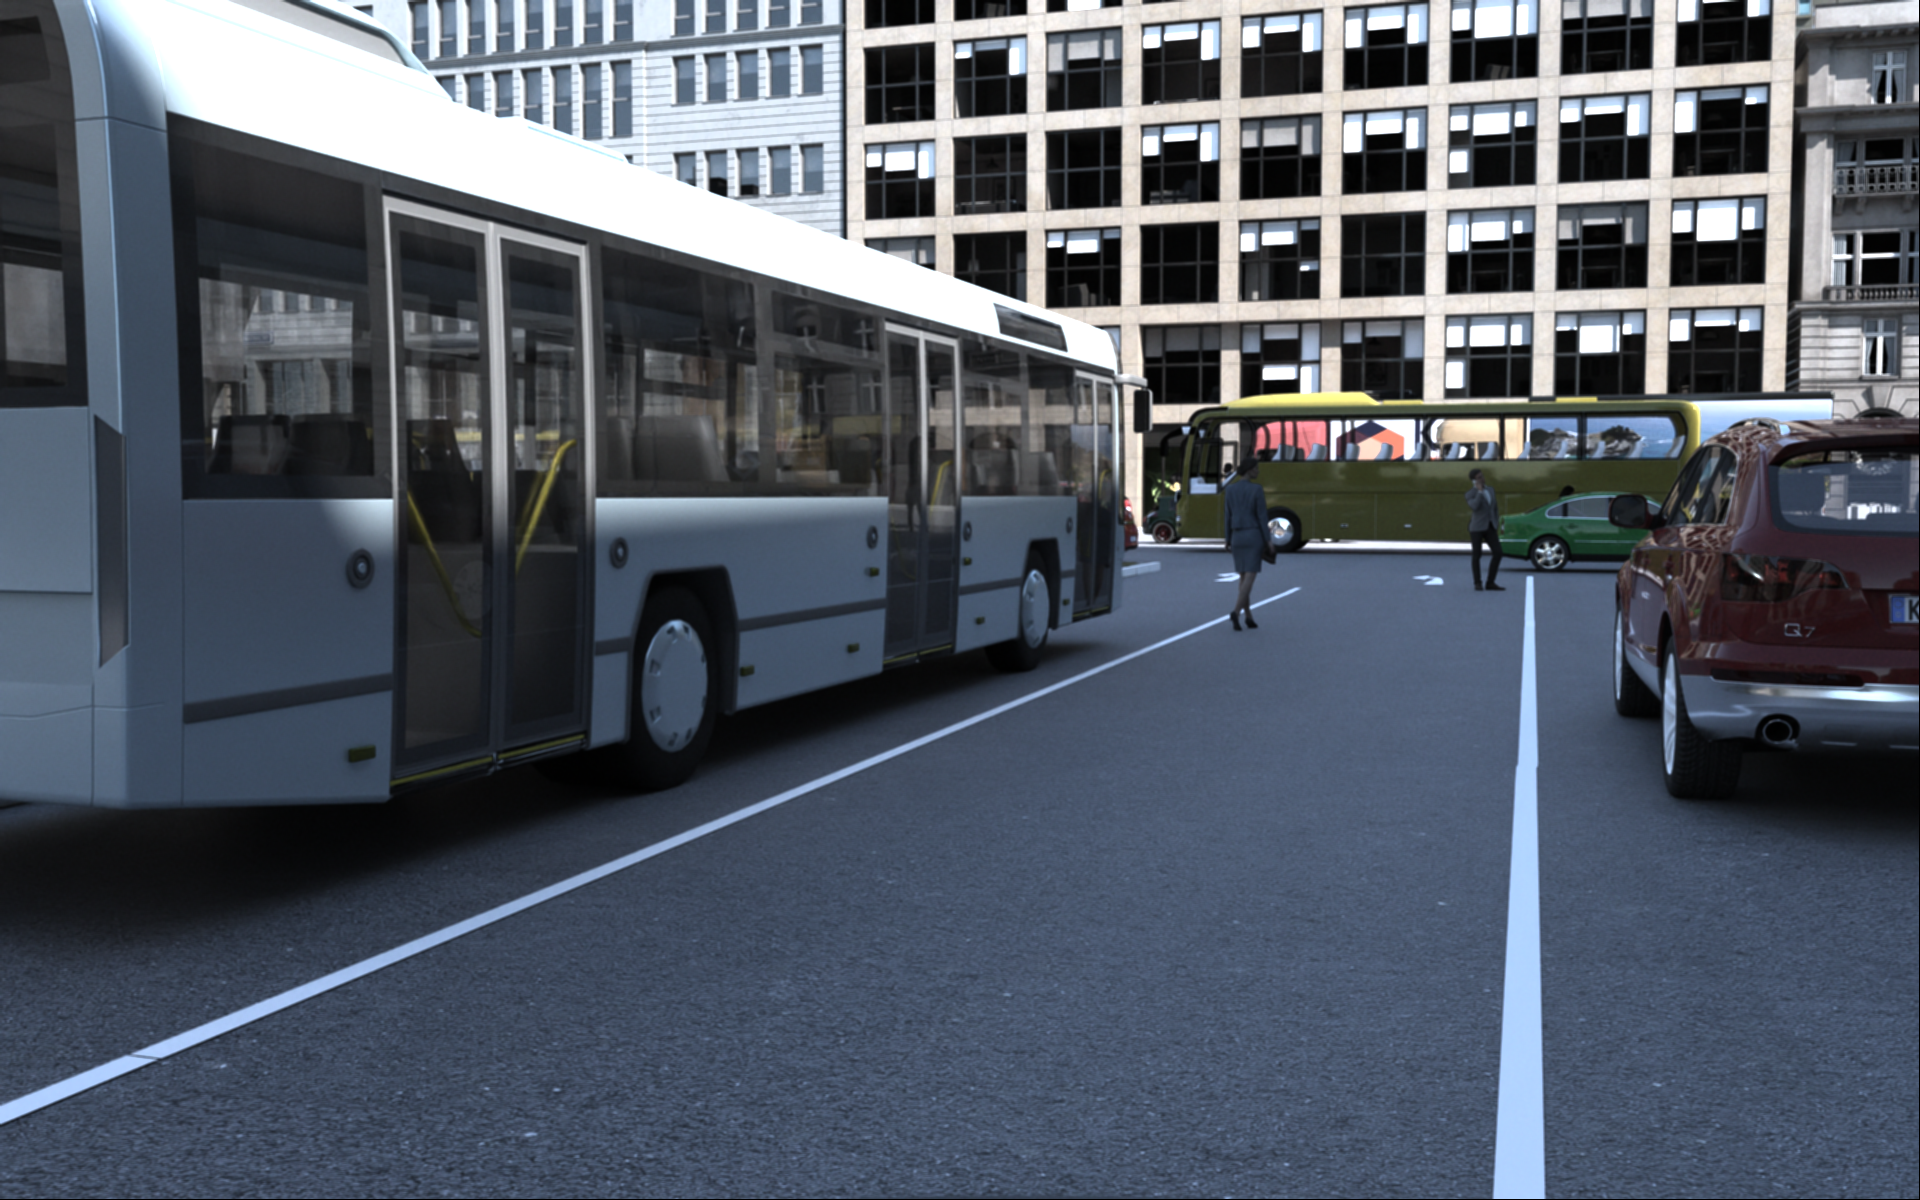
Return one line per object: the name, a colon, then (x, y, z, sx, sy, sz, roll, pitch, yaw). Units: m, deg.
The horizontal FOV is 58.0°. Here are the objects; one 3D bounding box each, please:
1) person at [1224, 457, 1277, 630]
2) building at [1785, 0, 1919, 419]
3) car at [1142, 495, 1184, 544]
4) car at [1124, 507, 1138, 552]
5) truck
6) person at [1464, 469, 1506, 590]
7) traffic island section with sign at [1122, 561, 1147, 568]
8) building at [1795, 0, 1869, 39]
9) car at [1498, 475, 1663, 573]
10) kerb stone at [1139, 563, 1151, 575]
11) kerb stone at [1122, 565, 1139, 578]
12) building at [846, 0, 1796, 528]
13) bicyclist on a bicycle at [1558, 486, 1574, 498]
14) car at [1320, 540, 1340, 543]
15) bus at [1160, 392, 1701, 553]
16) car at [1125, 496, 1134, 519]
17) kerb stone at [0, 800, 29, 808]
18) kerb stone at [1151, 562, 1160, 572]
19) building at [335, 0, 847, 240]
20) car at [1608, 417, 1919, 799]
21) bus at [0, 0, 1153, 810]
person: (3.001, -0.600, 18.337, 0.654, 1.822, 0.581, -3, 5, -40)
building: (41.489, -13.398, 60.851, 24.055, 21.916, 13.314, 1, 4, 18)
car: (7.360, -2.453, 49.899, 4.222, 1.686, 2.009, 1, 4, 17)
car: (1.492, -1.674, 36.414, 4.494, 1.783, 2.155, 1, 4, 18)
truck: (18.831, -3.743, 50.118, 11.283, 4.237, 2.839, 1, 4, 20)
person: (7.823, -1.048, 25.810, 0.592, 1.802, 0.473, 0, 4, -4)
traffic island section with sign: (2.415, -1.456, 31.948, 2.006, 1.907, 1.989, 1, 4, 18)
building: (66.076, -30.819, 127.598, 21.300, 48.544, 21.600, 1, 4, 18)
car: (12.305, -1.418, 31.973, 4.718, 1.807, 1.959, 1, 4, 18)
kerb stone: (3.233, -0.547, 31.139, 0.120, 0.150, 1.000, 1, 4, 18)
kerb stone: (2.903, -0.486, 30.160, 0.120, 0.150, 1.000, 1, 4, 18)
building: (14.671, -16.378, 72.301, 34.151, 26.468, 19.350, 1, 4, 18)
bicyclist on a bicycle: (13.076, -1.657, 37.120, 1.625, 1.676, 1.499, 1, 4, 20)
car: (9.796, -2.617, 51.833, 4.494, 1.783, 2.155, 1, 4, 18)
bus: (11.156, -3.080, 41.898, 12.252, 3.916, 2.896, 1, 4, 18)
car: (2.921, -2.868, 55.563, 5.304, 1.827, 2.281, 1, 4, 18)
kerb stone: (-4.514, 0.890, 7.652, 0.120, 0.150, 1.000, 1, 4, 18)
kerb stone: (3.554, -0.606, 32.115, 0.120, 0.150, 1.000, 1, 4, 18)
building: (-16.946, -18.405, 78.409, 29.804, 29.767, 11.434, 1, 4, 18)
car: (4.763, -0.043, 9.376, 2.281, 1.827, 5.304, 1, 4, 17)
bus: (-1.468, -1.031, 11.713, 2.948, 3.499, 13.247, 1, 4, 19)
